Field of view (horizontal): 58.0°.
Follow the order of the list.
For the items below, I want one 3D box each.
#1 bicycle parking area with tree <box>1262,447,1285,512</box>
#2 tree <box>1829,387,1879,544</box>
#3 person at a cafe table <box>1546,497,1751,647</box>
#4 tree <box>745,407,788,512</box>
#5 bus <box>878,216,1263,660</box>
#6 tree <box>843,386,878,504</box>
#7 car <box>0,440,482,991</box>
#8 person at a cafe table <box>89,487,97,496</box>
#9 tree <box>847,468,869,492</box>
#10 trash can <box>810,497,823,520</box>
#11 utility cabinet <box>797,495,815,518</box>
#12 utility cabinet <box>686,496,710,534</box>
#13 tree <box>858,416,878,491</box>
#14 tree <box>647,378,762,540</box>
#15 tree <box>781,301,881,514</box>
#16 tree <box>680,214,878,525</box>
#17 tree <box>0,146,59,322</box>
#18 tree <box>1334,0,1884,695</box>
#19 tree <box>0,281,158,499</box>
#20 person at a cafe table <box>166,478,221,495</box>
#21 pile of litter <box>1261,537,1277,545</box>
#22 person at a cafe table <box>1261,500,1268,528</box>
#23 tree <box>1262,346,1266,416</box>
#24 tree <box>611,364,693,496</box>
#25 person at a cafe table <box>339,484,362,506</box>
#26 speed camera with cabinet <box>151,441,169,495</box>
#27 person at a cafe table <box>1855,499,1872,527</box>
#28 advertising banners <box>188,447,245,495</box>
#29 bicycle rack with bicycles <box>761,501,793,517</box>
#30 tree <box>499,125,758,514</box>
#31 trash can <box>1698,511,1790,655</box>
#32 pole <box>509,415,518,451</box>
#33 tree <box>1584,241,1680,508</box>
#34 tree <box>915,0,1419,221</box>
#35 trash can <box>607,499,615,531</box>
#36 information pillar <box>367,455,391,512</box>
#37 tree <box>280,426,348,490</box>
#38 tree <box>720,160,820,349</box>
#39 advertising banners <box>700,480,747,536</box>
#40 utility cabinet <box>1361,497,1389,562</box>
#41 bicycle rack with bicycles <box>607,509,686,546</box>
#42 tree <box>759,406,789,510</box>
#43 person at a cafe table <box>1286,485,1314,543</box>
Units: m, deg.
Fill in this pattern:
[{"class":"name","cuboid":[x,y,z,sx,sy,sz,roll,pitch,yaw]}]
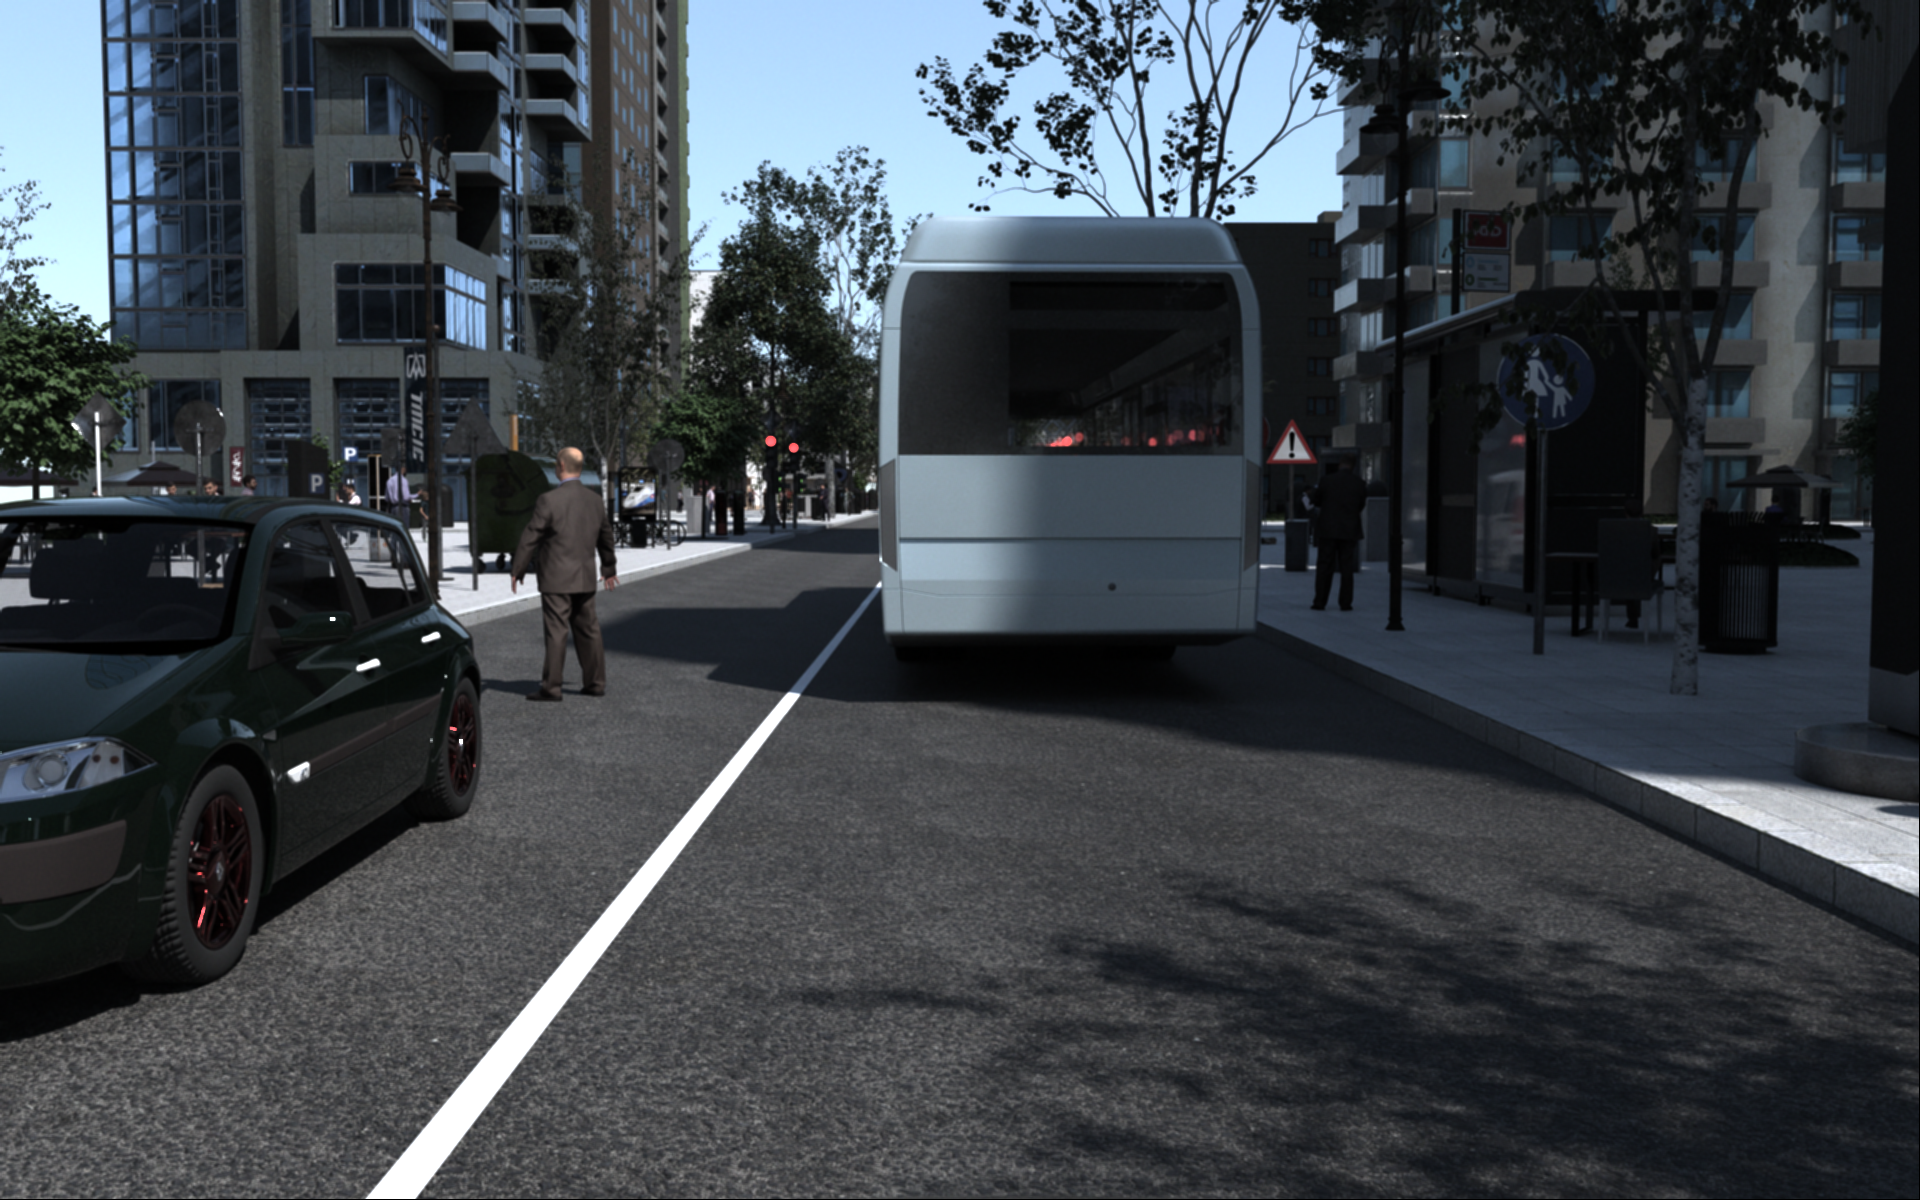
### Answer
[{"class":"bicycle parking area with tree","cuboid":[16.223,-7.263,105.745,8.231,4.147,9.016,1,4,19]},{"class":"tree","cuboid":[24.312,-3.732,44.729,4.285,4.588,4.351,0,3,0]},{"class":"person at a cafe table","cuboid":[5.988,-0.272,15.307,1.698,1.238,1.726,2,4,29]},{"class":"tree","cuboid":[-14.088,-10.941,129.244,4.737,8.622,4.395,0,3,0]},{"class":"bus","cuboid":[0.551,-1.422,18.118,2.948,3.499,13.247,0,4,-2]},{"class":"tree","cuboid":[-7.878,-15.588,172.987,7.486,12.596,7.792,0,3,0]},{"class":"car","cuboid":[-3.029,0.214,6.295,2.009,1.686,4.222,0,4,-1]},{"class":"person at a cafe table","cuboid":[-26.153,-2.732,53.183,1.622,1.524,1.698,-3,4,-37]},{"class":"tree","cuboid":[-7.740,-8.208,128.799,1.663,3.219,1.824,0,3,0]},{"class":"trash can","cuboid":[-6.999,-4.482,84.938,0.748,1.137,0.748,0,3,0]},{"class":"utility cabinet","cuboid":[-8.280,-4.986,92.682,1.020,1.237,0.306,-2,4,-31]},{"class":"utility cabinet","cuboid":[-8.501,-2.758,56.258,0.306,1.237,1.020,1,4,22]},{"class":"tree","cuboid":[-7.833,-12.656,157.289,4.360,8.622,3.978,0,3,0]},{"class":"tree","cuboid":[-7.292,-4.003,49.163,4.285,4.588,4.351,0,3,0]},{"class":"tree","cuboid":[-7.103,-12.274,111.056,12.009,13.543,11.850,0,3,0]},{"class":"tree","cuboid":[-7.700,-9.428,71.161,9.611,12.733,9.660,0,3,0]},{"class":"tree","cuboid":[-21.015,-5.253,36.254,4.360,8.622,3.978,0,3,0]},{"class":"tree","cuboid":[4.600,-3.714,11.088,4.360,8.622,3.978,0,3,0]},{"class":"tree","cuboid":[-14.301,-2.645,26.961,4.285,4.588,4.351,0,3,0]},{"class":"person at a cafe table","cuboid":[-14.988,-1.495,32.953,1.698,1.524,1.622,-2,4,-27]},{"class":"pile of litter","cuboid":[7.607,-1.884,44.762,1.176,0.858,1.719,0,4,6]},{"class":"person at a cafe table","cuboid":[10.789,-3.348,65.601,1.726,1.238,1.698,2,4,32]},{"class":"tree","cuboid":[11.227,-7.509,73.129,4.360,8.622,3.978,0,3,0]},{"class":"tree","cuboid":[-17.243,-8.898,95.839,4.737,8.622,4.395,0,3,0]},{"class":"person at a cafe table","cuboid":[-14.448,-1.933,40.125,1.622,1.524,1.698,-1,4,-23]},{"class":"speed camera with cabinet","cuboid":[-29.541,-4.271,64.169,0.660,3.252,2.038,-2,4,-33]},{"class":"person at a cafe table","cuboid":[36.623,-3.554,68.969,1.698,1.238,1.726,1,4,19]},{"class":"advertising banners","cuboid":[-27.386,-4.130,63.711,2.074,3.025,0.090,-1,4,-17]},{"class":"bicycle rack with bicycles","cuboid":[-9.378,-5.067,96.229,2.925,0.926,2.852,0,4,5]},{"class":"tree","cuboid":[-7.184,-5.221,35.730,4.360,8.622,3.978,0,3,0]},{"class":"trash can","cuboid":[6.293,-0.145,14.021,0.748,1.137,0.748,0,3,0]},{"class":"pole","cuboid":[-11.487,-3.107,44.645,0.158,3.312,0.155,0,3,0]},{"class":"tree","cuboid":[18.551,-6.028,48.924,4.737,8.622,4.395,0,3,0]},{"class":"tree","cuboid":[5.210,-11.353,41.517,12.611,20.169,13.585,0,3,0]},{"class":"trash can","cuboid":[-11.211,-2.626,54.590,0.748,1.137,0.748,0,3,0]},{"class":"information pillar","cuboid":[-10.897,-1.716,32.541,0.304,2.012,0.304,3,4,36]},{"class":"tree","cuboid":[-18.276,-3.362,49.563,1.663,3.219,1.824,0,3,0]},{"class":"tree","cuboid":[-5.591,-14.452,92.174,12.611,20.169,13.585,0,3,0]},{"class":"advertising banners","cuboid":[-7.349,-3.500,53.405,0.090,3.025,2.074,3,4,38]},{"class":"utility cabinet","cuboid":[8.078,-1.342,33.105,1.020,1.237,0.306,-2,4,-31]},{"class":"bicycle rack with bicycles","cuboid":[-8.146,-1.830,43.299,2.925,0.926,2.852,1,4,18]},{"class":"tree","cuboid":[-14.562,-11.298,135.077,4.360,8.622,3.978,0,3,0]},{"class":"person at a cafe table","cuboid":[9.225,-2.201,44.498,1.622,1.524,1.698,-1,4,-11]}]
